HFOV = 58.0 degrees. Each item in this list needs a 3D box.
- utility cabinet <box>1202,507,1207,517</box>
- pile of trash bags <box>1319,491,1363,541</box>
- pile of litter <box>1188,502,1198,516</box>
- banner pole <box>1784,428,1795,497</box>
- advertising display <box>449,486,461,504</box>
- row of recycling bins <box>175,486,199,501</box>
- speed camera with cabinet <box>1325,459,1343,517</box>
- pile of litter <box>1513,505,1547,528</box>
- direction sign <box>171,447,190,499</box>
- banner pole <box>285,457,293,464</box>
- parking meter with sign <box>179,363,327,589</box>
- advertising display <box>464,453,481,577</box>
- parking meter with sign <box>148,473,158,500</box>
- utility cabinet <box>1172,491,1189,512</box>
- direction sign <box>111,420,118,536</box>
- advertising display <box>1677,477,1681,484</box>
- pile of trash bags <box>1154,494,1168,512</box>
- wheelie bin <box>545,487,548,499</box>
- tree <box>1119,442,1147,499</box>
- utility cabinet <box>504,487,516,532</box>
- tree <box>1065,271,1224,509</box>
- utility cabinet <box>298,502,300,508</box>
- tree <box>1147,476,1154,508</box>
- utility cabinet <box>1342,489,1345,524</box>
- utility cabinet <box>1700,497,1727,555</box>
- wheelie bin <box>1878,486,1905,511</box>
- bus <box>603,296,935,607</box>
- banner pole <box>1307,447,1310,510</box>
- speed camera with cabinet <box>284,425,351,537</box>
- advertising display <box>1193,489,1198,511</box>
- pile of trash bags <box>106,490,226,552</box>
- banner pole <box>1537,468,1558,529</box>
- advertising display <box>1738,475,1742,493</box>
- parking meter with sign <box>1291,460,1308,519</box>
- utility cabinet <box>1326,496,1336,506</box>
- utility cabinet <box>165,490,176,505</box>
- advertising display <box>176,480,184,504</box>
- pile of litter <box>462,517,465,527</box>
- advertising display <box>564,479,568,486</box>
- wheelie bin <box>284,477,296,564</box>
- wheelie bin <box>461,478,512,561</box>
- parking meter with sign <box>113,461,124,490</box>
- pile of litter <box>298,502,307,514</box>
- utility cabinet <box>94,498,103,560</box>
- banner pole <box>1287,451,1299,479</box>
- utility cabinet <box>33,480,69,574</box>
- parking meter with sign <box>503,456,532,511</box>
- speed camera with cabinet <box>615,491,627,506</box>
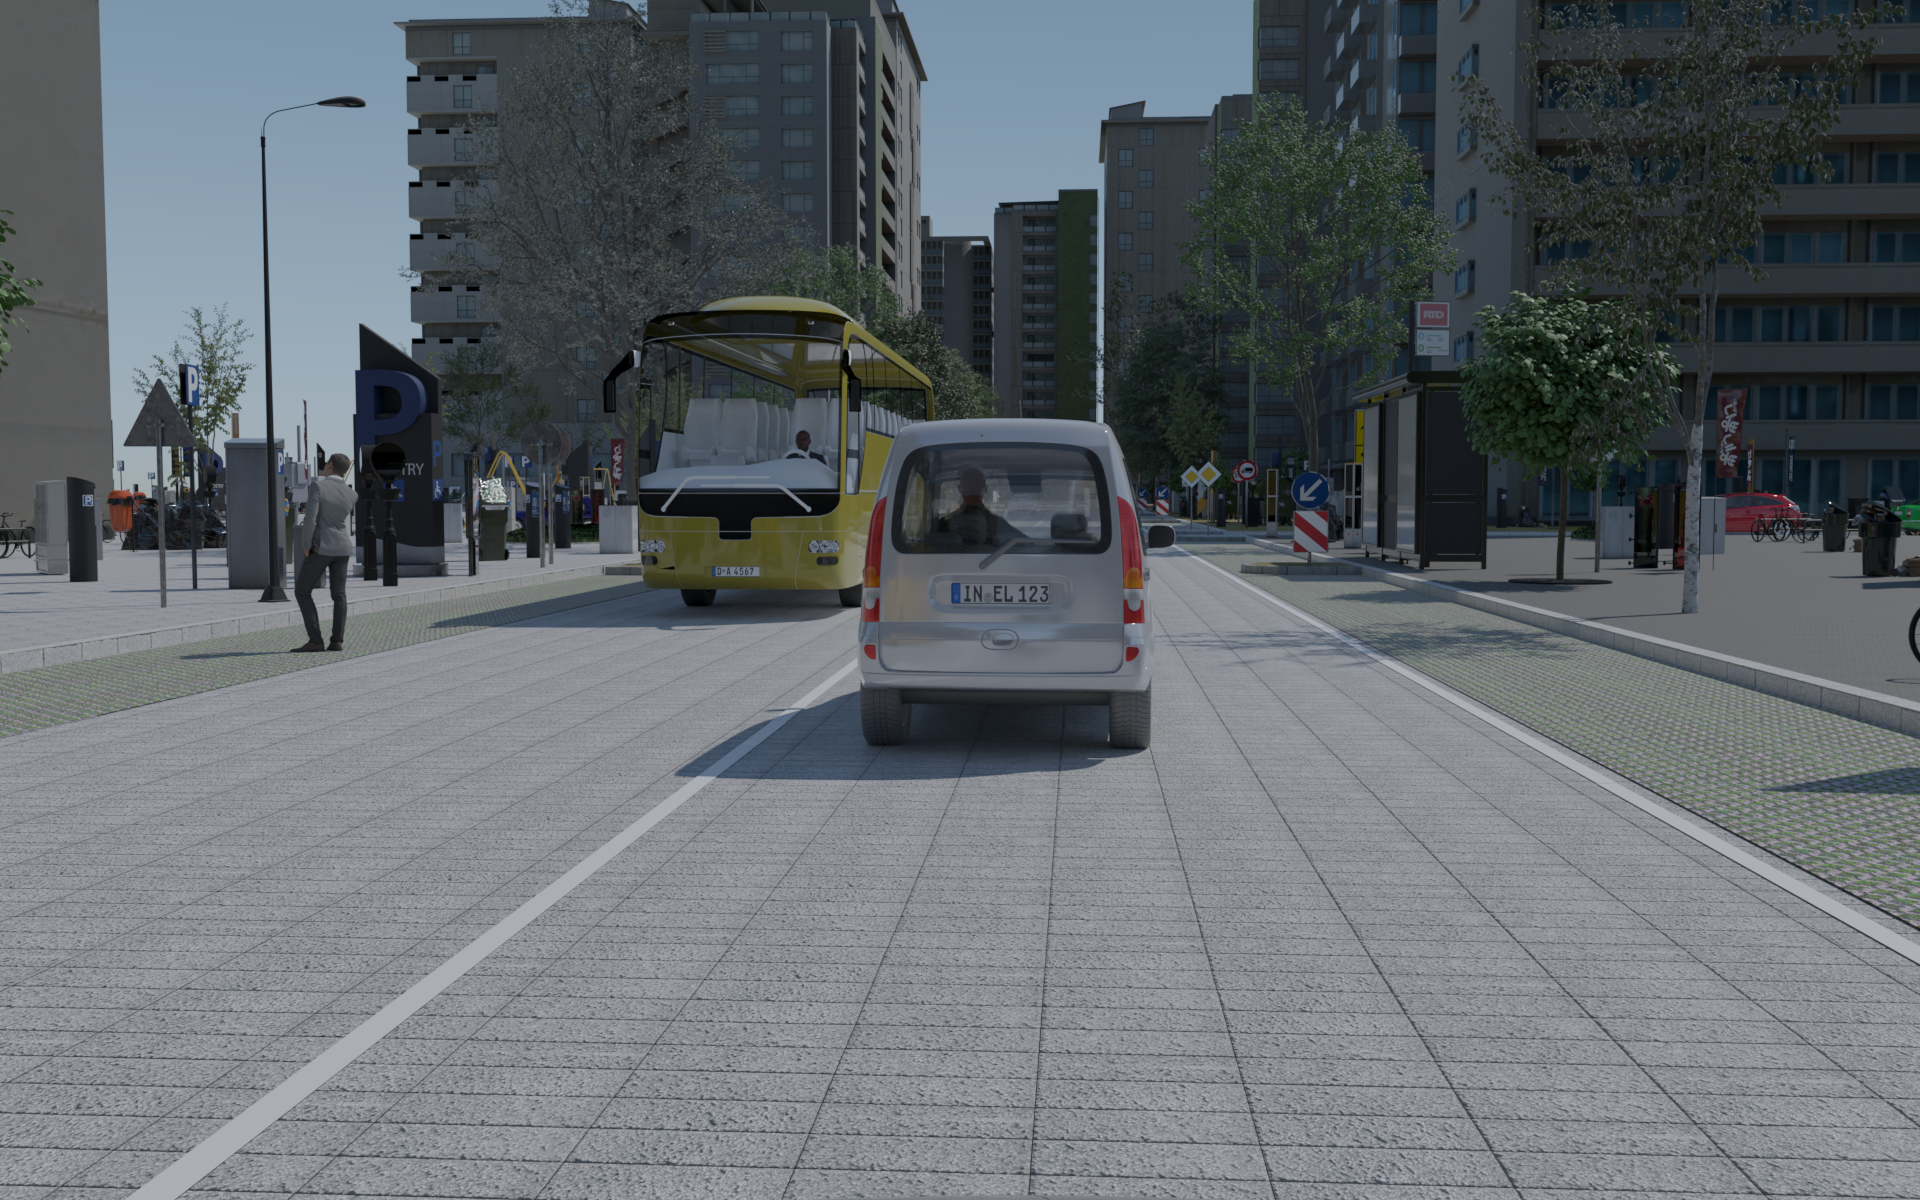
[{"bbox_3d":[13.806,-5.269,94.820,1.173,1.500,0.318,-1,4,-9],"label":"utility cabinet"},{"bbox_3d":[11.012,-2.404,49.055,1.912,1.369,3.447,1,4,23],"label":"pile of trash bags"},{"bbox_3d":[13.422,-5.231,99.488,1.719,0.858,1.176,-2,4,-35],"label":"pile of litter"},{"bbox_3d":[31.575,-4.646,65.987,0.863,3.779,0.401,-3,4,-37],"label":"banner pole"},{"bbox_3d":[-40.191,-8.113,137.855,0.974,1.923,0.123,0,4,-3],"label":"advertising display"},{"bbox_3d":[-38.009,-4.953,88.093,3.534,1.692,1.069,-1,4,-14],"label":"row of recycling bins"},{"bbox_3d":[21.197,-6.344,98.066,2.038,3.252,0.660,-3,4,-37],"label":"speed camera with cabinet"},{"bbox_3d":[22.008,-3.238,66.900,1.176,0.858,1.719,0,4,3],"label":"pile of litter"},{"bbox_3d":[-35.577,-5.332,79.172,0.876,3.537,0.379,0,4,-1],"label":"direction sign"},{"bbox_3d":[-39.928,-6.890,102.664,0.863,3.779,0.401,0,4,0],"label":"banner pole"},{"bbox_3d":[-9.555,-1.666,23.499,1.738,3.016,0.543,0,4,-7],"label":"parking meter with sign"},{"bbox_3d":[-7.687,-1.353,27.334,0.123,1.923,0.974,-1,4,-9],"label":"advertising display"},{"bbox_3d":[-65.307,-8.832,140.671,0.543,3.016,1.738,0,4,-5],"label":"parking meter with sign"},{"bbox_3d":[15.162,-6.763,119.259,1.173,1.500,0.318,-1,4,-23],"label":"utility cabinet"},{"bbox_3d":[-26.081,-3.736,53.076,0.379,3.537,0.876,-3,5,-43],"label":"direction sign"},{"bbox_3d":[26.762,-3.628,64.537,0.123,1.923,0.974,2,4,24],"label":"advertising display"},{"bbox_3d":[15.557,-7.102,125.869,3.447,1.369,1.912,3,5,43],"label":"pile of trash bags"},{"bbox_3d":[-17.985,-4.079,74.605,0.693,1.594,0.980,-3,5,-41],"label":"wheelie bin"},{"bbox_3d":[18.825,-14.274,183.747,4.737,8.622,4.395,0,3,0],"label":"tree"},{"bbox_3d":[-14.672,-2.819,54.772,1.173,1.500,0.318,1,4,9],"label":"utility cabinet"},{"bbox_3d":[15.737,-17.865,147.974,12.611,20.169,13.585,0,3,0],"label":"tree"},{"bbox_3d":[-48.946,-7.131,127.760,0.306,1.237,1.020,-3,4,-37],"label":"utility cabinet"},{"bbox_3d":[18.377,-10.460,165.625,1.663,3.219,1.824,0,3,0],"label":"tree"},{"bbox_3d":[16.376,-3.935,73.017,0.318,1.500,1.173,2,4,24],"label":"utility cabinet"},{"bbox_3d":[15.848,-1.572,36.858,1.020,1.237,0.306,-2,4,-29],"label":"utility cabinet"},{"bbox_3d":[35.582,-3.567,66.221,0.980,1.594,0.693,-1,4,-9],"label":"wheelie bin"},{"bbox_3d":[-2.123,-2.065,25.305,2.896,3.916,12.252,0,4,4],"label":"bus"},{"bbox_3d":[16.803,-5.704,83.278,0.401,3.779,0.863,0,4,3],"label":"banner pole"},{"bbox_3d":[-18.836,-3.440,50.587,0.660,3.252,2.038,2,4,30],"label":"speed camera with cabinet"},{"bbox_3d":[15.946,-6.724,115.156,0.974,1.923,0.123,0,4,-7],"label":"advertising display"},{"bbox_3d":[-18.366,-1.834,39.741,1.912,1.369,3.447,0,4,7],"label":"pile of trash bags"},{"bbox_3d":[21.630,-4.511,63.769,0.401,3.779,0.863,-3,5,-44],"label":"banner pole"},{"bbox_3d":[26.853,-3.329,59.651,0.123,1.923,0.974,2,4,25],"label":"advertising display"},{"bbox_3d":[17.627,-5.720,89.779,0.543,3.016,1.738,-1,4,-13],"label":"parking meter with sign"},{"bbox_3d":[14.478,-3.543,69.095,1.020,1.237,0.306,-1,4,-23],"label":"utility cabinet"},{"bbox_3d":[-44.384,-5.421,97.311,0.318,1.500,1.173,-3,4,-37],"label":"utility cabinet"},{"bbox_3d":[-37.086,-4.718,82.349,0.123,1.923,0.974,-1,4,-10],"label":"advertising display"},{"bbox_3d":[-19.843,-3.237,66.883,1.176,0.858,1.719,3,5,40],"label":"pile of litter"},{"bbox_3d":[-16.855,-4.217,74.164,0.123,1.923,0.974,-1,4,-14],"label":"advertising display"},{"bbox_3d":[-12.580,-1.449,31.604,0.980,1.594,0.693,1,4,13],"label":"wheelie bin"},{"bbox_3d":[-9.130,-1.552,33.285,0.693,1.594,0.980,3,5,44],"label":"wheelie bin"},{"bbox_3d":[-44.099,-5.697,89.400,0.543,3.016,1.738,3,4,37],"label":"parking meter with sign"},{"bbox_3d":[-42.125,-5.925,110.841,1.719,0.858,1.176,2,4,25],"label":"pile of litter"},{"bbox_3d":[-16.973,-1.394,33.956,0.306,1.237,1.020,-2,4,-27],"label":"utility cabinet"},{"bbox_3d":[19.358,-6.760,100.545,0.863,3.779,0.401,1,4,15],"label":"banner pole"},{"bbox_3d":[-14.577,-1.166,27.739,0.318,1.500,1.173,-3,4,-36],"label":"utility cabinet"},{"bbox_3d":[-20.181,-5.101,79.663,0.543,3.016,1.738,2,4,26],"label":"parking meter with sign"},{"bbox_3d":[-16.234,-5.645,86.636,2.038,3.252,0.660,-1,4,-10],"label":"speed camera with cabinet"}]
